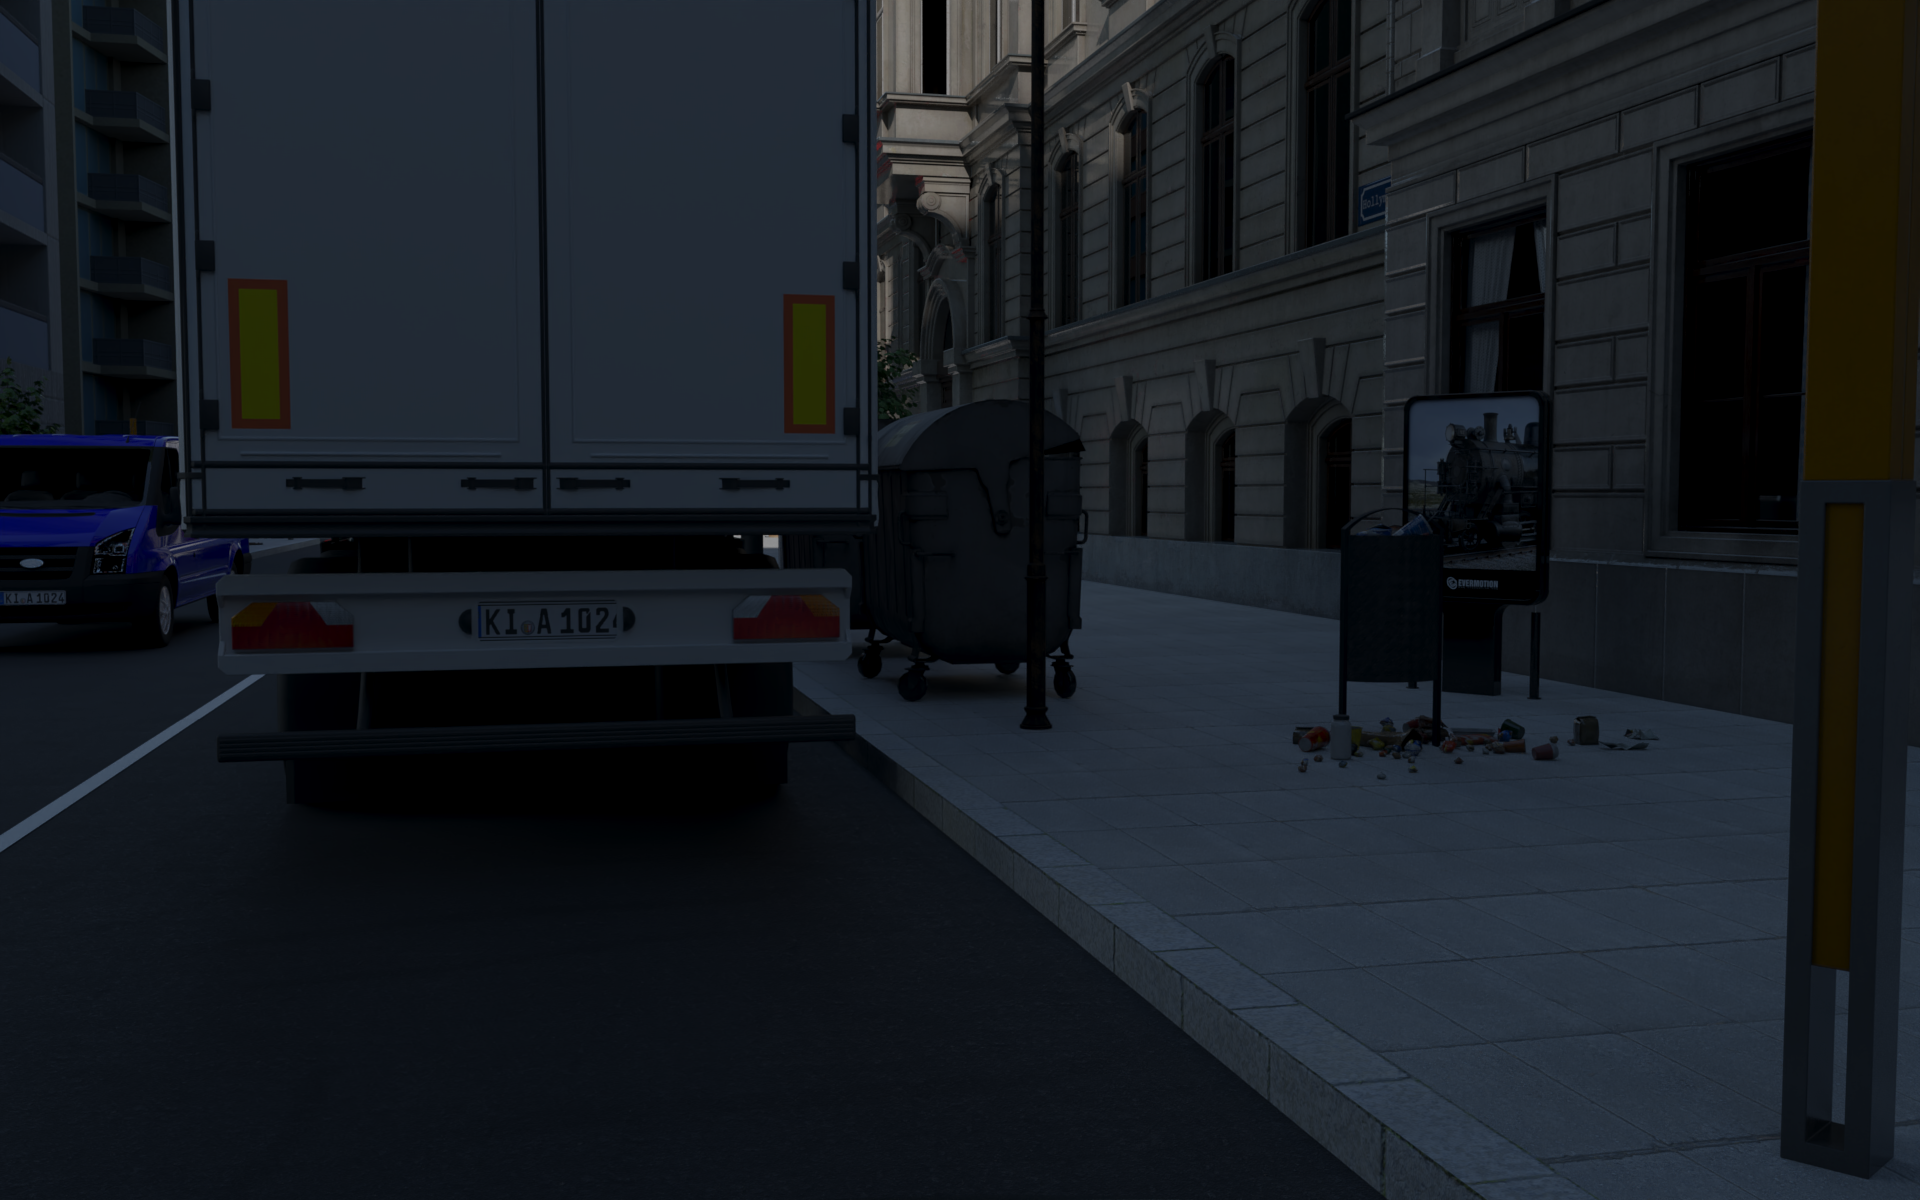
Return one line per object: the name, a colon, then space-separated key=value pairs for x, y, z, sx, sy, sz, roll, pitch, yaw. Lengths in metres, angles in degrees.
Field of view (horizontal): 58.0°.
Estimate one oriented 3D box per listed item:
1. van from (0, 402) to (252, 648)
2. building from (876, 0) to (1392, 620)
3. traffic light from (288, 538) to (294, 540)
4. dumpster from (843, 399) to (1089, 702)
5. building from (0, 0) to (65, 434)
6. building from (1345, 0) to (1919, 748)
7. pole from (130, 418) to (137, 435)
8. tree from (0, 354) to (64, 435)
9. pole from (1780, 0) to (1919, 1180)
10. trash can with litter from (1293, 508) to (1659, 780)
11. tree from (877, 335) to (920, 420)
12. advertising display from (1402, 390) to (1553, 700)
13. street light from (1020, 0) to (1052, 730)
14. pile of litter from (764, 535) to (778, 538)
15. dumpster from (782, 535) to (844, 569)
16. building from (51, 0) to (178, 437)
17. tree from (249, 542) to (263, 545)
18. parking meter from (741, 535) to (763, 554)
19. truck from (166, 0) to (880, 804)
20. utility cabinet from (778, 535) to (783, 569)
van: x=-8.733 y=-0.816 z=17.719 sx=2.240 sy=2.365 sz=5.245 roll=-1 pitch=4 yaw=-13
building: x=5.184 y=-13.084 z=33.000 sx=14.460 sy=24.649 sz=34.723 roll=-1 pitch=4 yaw=-14
traffic light: x=-18.724 y=-3.637 z=48.385 sx=0.839 sy=4.253 sz=0.868 roll=-1 pitch=4 yaw=-14
dumpster: x=0.037 y=-0.348 z=11.447 sx=1.264 sy=1.857 sz=1.865 roll=-1 pitch=4 yaw=-14
building: x=-32.887 y=-29.853 z=30.093 sx=28.212 sy=58.520 sz=21.231 roll=-1 pitch=4 yaw=-14
building: x=10.121 y=-8.674 z=6.451 sx=10.561 sy=19.102 sz=19.286 roll=-1 pitch=4 yaw=-14
pole: x=-22.281 y=-3.236 z=46.757 sx=0.158 sy=3.312 sz=0.155 roll=0 pitch=3 yaw=0
tree: x=-13.089 y=-1.806 z=24.134 sx=1.663 sy=3.219 sz=1.824 roll=0 pitch=3 yaw=0
pole: x=1.695 y=-0.575 z=3.246 sx=0.158 sy=3.312 sz=0.155 roll=0 pitch=3 yaw=0
trash can with litter: x=2.575 y=0.145 z=8.680 sx=2.233 sy=1.210 sz=1.678 roll=-1 pitch=4 yaw=-9
tree: x=-2.328 y=-2.546 z=25.341 sx=4.285 sy=4.588 sz=4.351 roll=0 pitch=3 yaw=0
advertising display: x=3.290 y=-0.359 z=11.089 sx=0.974 sy=1.923 sz=0.123 roll=3 pitch=5 yaw=44
street light: x=0.417 y=-2.234 z=9.320 sx=0.468 sy=5.910 sz=1.993 roll=-1 pitch=4 yaw=-14
pile of litter: x=-4.899 y=-2.287 z=51.357 sx=1.719 sy=0.858 sz=1.176 roll=1 pitch=4 yaw=9
dumpster: x=-0.782 y=-0.515 z=14.179 sx=1.264 sy=1.857 sz=1.865 roll=-1 pitch=4 yaw=-14
building: x=-40.670 y=-25.420 z=70.249 sx=22.147 sy=44.769 sz=28.867 roll=-1 pitch=4 yaw=-14
tree: x=-18.015 y=-2.995 z=43.564 sx=1.663 sy=3.219 sz=1.824 roll=0 pitch=3 yaw=0
parking meter: x=-3.427 y=-1.231 z=28.532 sx=0.372 sy=1.533 sz=0.369 roll=0 pitch=3 yaw=0
truck: x=-2.832 y=-1.382 z=11.517 sx=2.839 sy=4.237 sz=11.283 roll=-1 pitch=4 yaw=-14
utility cabinet: x=-1.353 y=-0.410 z=17.861 sx=1.020 sy=1.237 sz=0.306 roll=-1 pitch=4 yaw=-10
